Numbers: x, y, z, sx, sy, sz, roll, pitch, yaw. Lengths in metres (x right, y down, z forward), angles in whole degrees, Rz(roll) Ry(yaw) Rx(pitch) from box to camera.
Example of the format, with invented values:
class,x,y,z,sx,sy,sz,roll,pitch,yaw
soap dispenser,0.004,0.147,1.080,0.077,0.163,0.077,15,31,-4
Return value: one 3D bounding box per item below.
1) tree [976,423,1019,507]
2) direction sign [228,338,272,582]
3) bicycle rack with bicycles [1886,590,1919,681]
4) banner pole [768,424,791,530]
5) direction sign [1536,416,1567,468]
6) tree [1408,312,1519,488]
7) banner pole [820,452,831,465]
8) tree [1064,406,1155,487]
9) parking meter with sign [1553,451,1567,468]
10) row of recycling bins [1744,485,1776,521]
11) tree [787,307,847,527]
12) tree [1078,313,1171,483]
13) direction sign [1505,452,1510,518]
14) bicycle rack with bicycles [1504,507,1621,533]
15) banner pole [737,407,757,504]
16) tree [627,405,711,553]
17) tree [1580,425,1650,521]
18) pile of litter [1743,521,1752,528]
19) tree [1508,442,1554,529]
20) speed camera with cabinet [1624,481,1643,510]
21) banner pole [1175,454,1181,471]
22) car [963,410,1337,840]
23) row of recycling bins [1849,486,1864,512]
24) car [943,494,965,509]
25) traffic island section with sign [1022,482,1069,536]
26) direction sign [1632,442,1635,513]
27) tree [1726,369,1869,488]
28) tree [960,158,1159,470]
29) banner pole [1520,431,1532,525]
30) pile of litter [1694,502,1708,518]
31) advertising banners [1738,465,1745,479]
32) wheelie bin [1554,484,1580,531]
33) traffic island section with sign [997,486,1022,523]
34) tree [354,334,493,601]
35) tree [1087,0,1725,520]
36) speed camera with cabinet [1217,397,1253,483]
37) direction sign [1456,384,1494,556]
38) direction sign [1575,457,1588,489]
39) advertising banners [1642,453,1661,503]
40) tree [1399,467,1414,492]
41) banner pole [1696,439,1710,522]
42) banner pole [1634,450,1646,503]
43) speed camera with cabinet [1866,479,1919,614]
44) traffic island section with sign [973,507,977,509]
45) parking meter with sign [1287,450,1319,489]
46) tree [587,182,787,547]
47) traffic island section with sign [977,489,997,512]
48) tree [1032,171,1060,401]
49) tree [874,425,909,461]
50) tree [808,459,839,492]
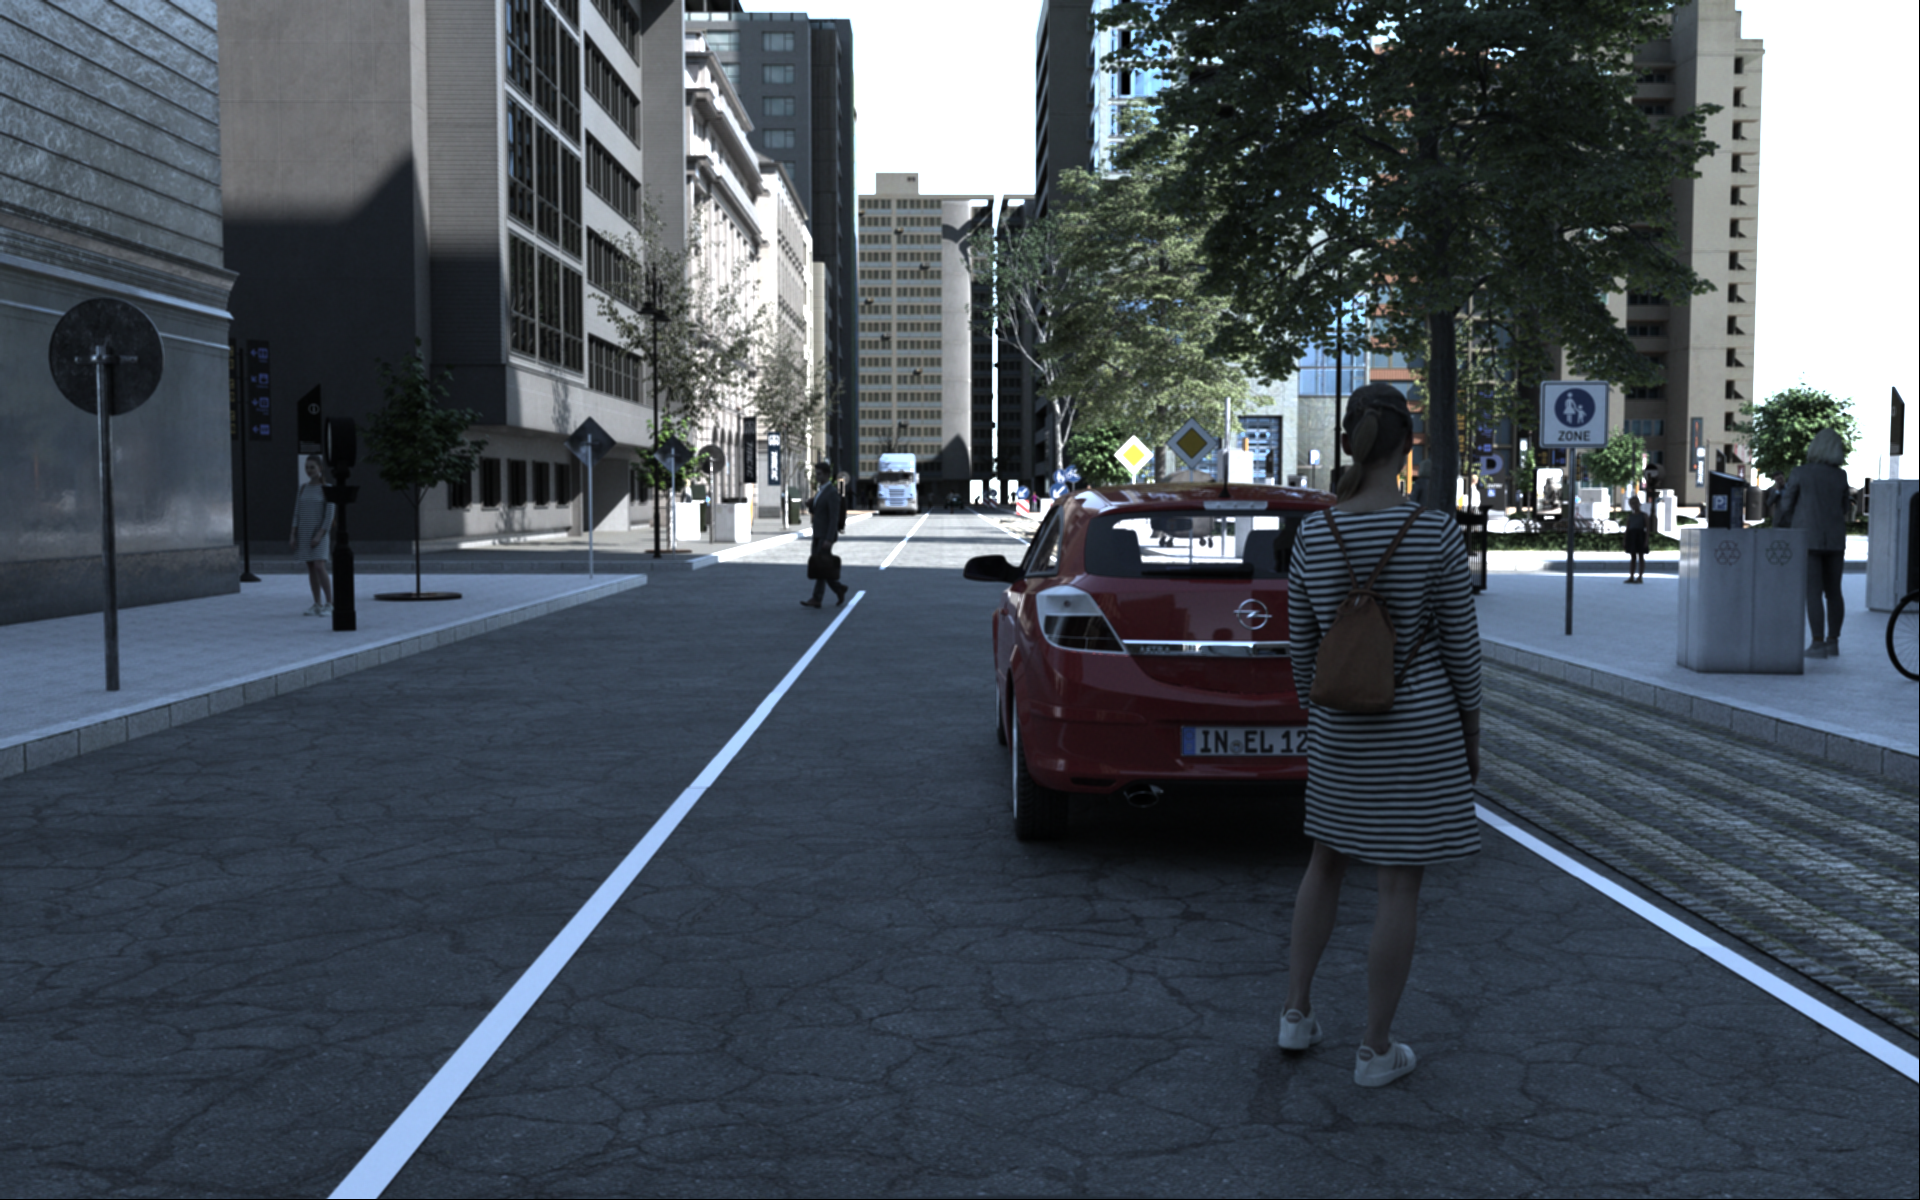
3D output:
class,x,y,z,sx,sy,sz,roll,pitch,yaw
tree,3.929,-13.921,177.967,4.360,8.622,3.978,0,3,0
direction sign,-10.455,-2.037,25.299,0.379,3.537,0.876,3,4,36
bicycle rack with bicycles,7.756,0.107,11.626,2.925,0.926,2.852,0,4,4
banner pole,-6.431,-4.369,61.446,0.863,3.779,0.401,-1,4,-22
direction sign,17.006,-3.537,49.828,0.876,3.537,0.379,3,5,42
tree,19.293,-7.173,67.641,4.737,8.622,4.395,0,3,0
banner pole,-8.129,-6.966,103.905,0.863,3.779,0.401,-2,4,-28
tree,5.451,-4.850,63.010,4.285,4.588,4.351,0,3,0
parking meter with sign,24.223,-4.521,70.180,0.543,3.016,1.738,1,4,17
row of recycling bins,38.329,-4.615,82.565,3.534,1.692,1.069,0,4,6
tree,-6.609,-7.086,66.213,4.360,8.622,3.978,0,3,0
tree,6.431,-7.242,68.776,4.737,8.622,4.395,0,3,0
direction sign,29.964,-6.276,94.606,0.379,3.537,0.876,1,4,14
bicycle rack with bicycles,16.241,-2.054,46.957,2.925,0.926,2.852,2,4,27
banner pole,-6.128,-3.640,49.531,0.863,3.779,0.401,2,4,32
tree,-6.472,-2.659,38.073,1.663,3.219,1.824,0,3,0
tree,31.091,-6.017,82.099,4.285,4.588,4.351,0,3,0
pile of litter,27.481,-2.891,61.227,1.719,0.858,1.176,2,4,24
tree,21.089,-4.248,64.052,1.663,3.219,1.824,0,3,0
speed camera with cabinet,41.504,-6.868,106.627,0.660,3.252,2.038,0,4,-3
banner pole,10.516,-5.729,83.679,0.401,3.779,0.863,-1,4,-14
car,1.097,0.023,8.666,2.155,1.783,4.494,0,4,0
row of recycling bins,45.475,-4.920,87.559,1.069,1.692,3.534,-2,4,-30
car,-0.601,-9.567,168.225,2.131,1.459,4.920,0,4,-2
traffic island section with sign,3.239,-3.105,59.395,1.989,1.847,2.006,0,4,-1
direction sign,29.504,-5.133,75.914,0.379,3.537,0.876,1,4,16
tree,22.120,-3.798,45.811,4.285,4.588,4.351,0,3,0
tree,5.945,-14.902,99.541,12.611,20.169,13.585,0,3,0
banner pole,22.371,-4.801,68.511,0.863,3.779,0.401,-3,4,-36
pile of litter,39.349,-4.735,91.375,1.176,0.858,1.719,-1,4,-17
advertising banners,46.974,-6.519,102.771,0.090,3.025,2.074,-2,4,-26
wheelie bin,18.515,-2.770,53.204,0.980,1.594,0.693,1,4,15
traffic island section with sign,2.986,-4.754,86.349,1.989,1.847,2.006,0,4,-1
tree,-6.582,-1.617,21.036,1.663,3.219,1.824,0,3,0
tree,5.199,-6.212,19.692,7.486,12.596,7.792,0,3,0
speed camera with cabinet,5.782,-2.477,34.834,0.660,3.252,2.038,-1,4,-12
direction sign,10.549,-2.680,35.812,0.876,3.537,0.379,1,4,16
direction sign,37.837,-6.939,105.449,0.379,3.537,0.876,-3,5,-40
advertising banners,29.733,-4.793,74.552,0.090,3.025,2.074,3,5,43
tree,26.641,-6.795,105.694,1.663,3.219,1.824,0,3,0
banner pole,34.024,-5.460,79.293,0.863,3.779,0.401,-1,4,-17
banner pole,38.485,-6.604,97.999,0.863,3.779,0.401,0,4,3
speed camera with cabinet,10.996,-1.493,18.754,2.038,3.252,0.660,0,4,-3
traffic island section with sign,2.272,-9.503,163.994,1.989,1.847,2.006,0,4,-1
parking meter with sign,13.611,-4.504,69.904,0.543,3.016,1.738,-3,5,-40
tree,-6.767,-5.598,41.889,4.360,8.622,3.978,0,3,0
traffic island section with sign,2.531,-7.839,136.800,1.989,1.847,2.006,0,4,-1
tree,5.806,-8.077,50.182,7.486,12.596,7.792,0,3,0
tree,-7.321,-14.342,184.858,4.360,8.622,3.978,0,3,0
tree,-7.214,-6.053,93.566,1.663,3.219,1.824,0,3,0
